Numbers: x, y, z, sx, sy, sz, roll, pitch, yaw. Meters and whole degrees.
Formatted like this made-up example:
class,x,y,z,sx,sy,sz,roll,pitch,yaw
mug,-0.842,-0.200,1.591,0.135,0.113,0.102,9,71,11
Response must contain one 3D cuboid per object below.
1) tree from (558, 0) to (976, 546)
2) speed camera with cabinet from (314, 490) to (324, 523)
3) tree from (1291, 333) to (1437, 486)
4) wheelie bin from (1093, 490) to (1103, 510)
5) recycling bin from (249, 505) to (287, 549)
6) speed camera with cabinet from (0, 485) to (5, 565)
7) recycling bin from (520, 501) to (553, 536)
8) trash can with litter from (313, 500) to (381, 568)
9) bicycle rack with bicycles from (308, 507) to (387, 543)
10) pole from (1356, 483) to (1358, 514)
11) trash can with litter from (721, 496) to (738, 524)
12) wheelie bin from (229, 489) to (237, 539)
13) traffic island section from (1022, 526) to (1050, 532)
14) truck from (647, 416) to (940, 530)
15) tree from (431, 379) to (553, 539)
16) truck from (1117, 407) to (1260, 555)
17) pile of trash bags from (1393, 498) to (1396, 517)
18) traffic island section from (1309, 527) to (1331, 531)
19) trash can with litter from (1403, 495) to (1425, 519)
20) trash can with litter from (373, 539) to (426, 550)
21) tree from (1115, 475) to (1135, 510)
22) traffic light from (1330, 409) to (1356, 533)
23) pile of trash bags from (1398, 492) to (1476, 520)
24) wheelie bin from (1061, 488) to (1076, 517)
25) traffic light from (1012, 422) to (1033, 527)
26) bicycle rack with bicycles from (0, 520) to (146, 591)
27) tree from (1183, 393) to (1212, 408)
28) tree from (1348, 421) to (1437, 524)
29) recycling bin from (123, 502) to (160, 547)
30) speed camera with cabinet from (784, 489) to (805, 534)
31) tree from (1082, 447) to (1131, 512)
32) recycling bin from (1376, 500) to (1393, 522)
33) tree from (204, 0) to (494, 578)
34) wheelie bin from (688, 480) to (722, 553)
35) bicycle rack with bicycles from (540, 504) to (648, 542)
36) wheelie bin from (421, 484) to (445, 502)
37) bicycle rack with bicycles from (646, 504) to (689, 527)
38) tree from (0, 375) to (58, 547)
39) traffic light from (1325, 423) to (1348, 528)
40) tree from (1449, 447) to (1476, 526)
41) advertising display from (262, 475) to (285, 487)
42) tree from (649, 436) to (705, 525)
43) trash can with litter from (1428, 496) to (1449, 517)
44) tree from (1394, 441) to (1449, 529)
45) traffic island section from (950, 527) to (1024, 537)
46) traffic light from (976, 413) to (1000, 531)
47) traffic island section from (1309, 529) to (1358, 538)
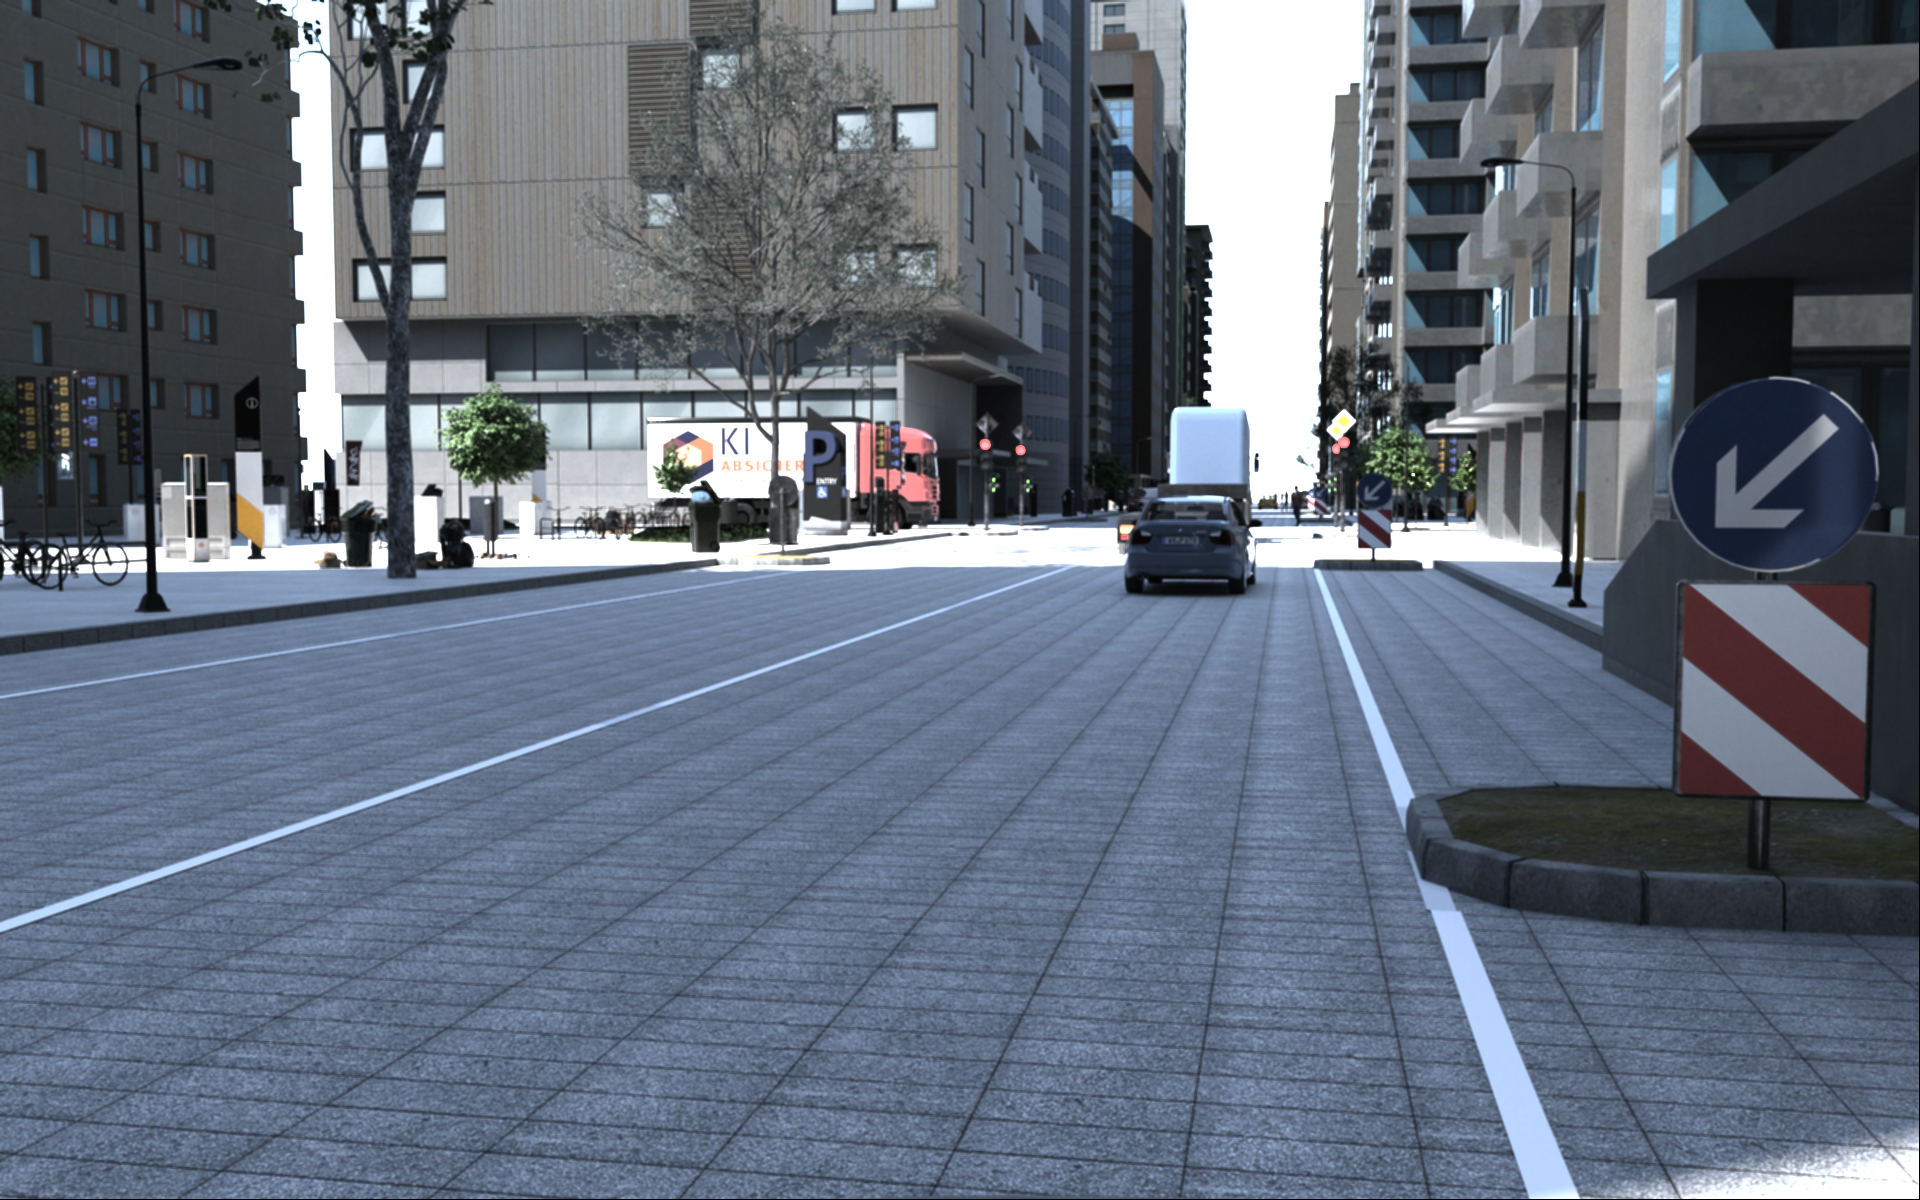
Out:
class,x,y,z,sx,sy,sz,roll,pitch,yaw
tree,-4.711,-8.102,42.831,12.009,13.543,11.850,0,3,0
speed camera with cabinet,-29.486,-5.071,77.250,2.038,3.252,0.660,0,4,-7
tree,23.383,-10.105,99.633,8.767,10.594,7.601,2,4,24
wheelie bin,10.710,-7.828,135.897,0.980,1.594,0.693,0,4,-1
recycling bin,-16.255,-1.719,40.653,0.722,1.027,0.722,-1,4,-11
speed camera with cabinet,-16.790,-2.139,29.309,0.660,3.252,2.038,-1,4,-16
recycling bin,-13.201,-2.531,53.938,0.722,1.027,0.722,2,4,34
trash can with litter,-10.674,-1.148,30.151,1.055,1.170,0.624,-3,5,-44
bicycle rack with bicycles,-15.724,-2.014,46.314,2.852,0.926,2.925,-3,5,-44
pole,25.354,-7.124,110.325,0.158,3.312,0.155,0,3,0
trash can with litter,-6.667,-2.567,53.032,2.233,1.210,1.678,-1,4,-10
wheelie bin,-20.987,-2.529,49.253,0.980,1.594,0.693,3,5,44
traffic island section,2.383,-2.773,67.624,2.009,0.180,2.903,1,4,11
truck,-5.770,-4.593,64.005,11.283,4.237,2.839,1,4,9
tree,-13.390,-4.026,49.540,4.285,4.588,4.351,0,3,0
truck,6.568,-3.562,47.991,2.967,4.110,18.799,1,4,11
pile of trash bags,24.398,-5.389,97.869,1.912,1.369,3.447,0,4,-5
traffic island section,14.214,-2.637,65.388,2.009,0.180,2.903,1,4,11
trash can with litter,23.455,-4.725,88.308,1.678,1.210,2.233,1,4,16
trash can with litter,-13.352,-1.793,40.377,1.678,1.210,2.233,-1,4,-15
tree,12.872,-8.778,138.116,1.663,3.219,1.824,0,3,0
traffic light,12.692,-4.191,57.435,0.839,4.253,0.868,1,4,11
pile of trash bags,23.528,-4.602,84.992,3.447,1.369,1.912,2,4,24
wheelie bin,6.126,-5.491,97.692,0.693,1.594,0.980,1,4,17
traffic light,2.420,-4.805,67.482,0.839,4.253,0.868,1,4,11
bicycle rack with bicycles,-12.750,-0.640,23.852,2.852,0.926,2.925,1,4,14
tree,28.279,-18.968,216.777,9.857,13.997,8.962,0,3,0
tree,19.207,-5.629,75.748,4.285,4.588,4.351,0,3,0
recycling bin,-20.006,-1.821,42.334,0.722,1.027,0.722,-2,4,-34
speed camera with cabinet,-5.007,-3.747,55.595,2.038,3.252,0.660,-1,4,-19
tree,10.330,-8.447,121.825,4.285,4.588,4.351,0,3,0
recycling bin,19.591,-4.125,79.995,0.722,1.027,0.722,0,4,6
tree,-7.504,-10.464,26.978,12.611,20.169,13.585,0,3,0
wheelie bin,-5.580,-1.828,37.800,0.693,1.594,0.980,-1,4,-20
bicycle rack with bicycles,-10.465,-2.119,48.031,2.852,0.926,2.925,-1,4,-23
wheelie bin,-16.757,-2.880,54.992,0.693,1.594,0.980,-2,4,-35
bicycle rack with bicycles,-11.126,-2.950,61.620,2.852,0.926,2.925,-2,4,-32
tree,-23.825,-3.582,42.276,4.285,4.588,4.351,0,3,0
traffic light,14.177,-4.670,65.282,0.839,4.253,0.868,1,4,11
tree,20.865,-4.656,70.720,1.663,3.219,1.824,0,3,0
advertising display,-23.766,-3.333,59.703,0.974,1.923,0.123,-1,4,-16
tree,-9.699,-3.887,58.151,1.663,3.219,1.824,0,3,0
trash can with litter,25.194,-4.879,91.152,1.055,1.170,0.624,1,4,12
tree,16.725,-4.236,63.866,1.663,3.219,1.824,0,3,0
traffic island section,0.898,-2.293,59.778,2.009,0.180,2.903,1,4,11
traffic light,0.935,-4.325,59.636,0.839,4.253,0.868,1,4,11
traffic island section,12.729,-2.157,57.542,2.009,0.180,2.903,1,4,11
